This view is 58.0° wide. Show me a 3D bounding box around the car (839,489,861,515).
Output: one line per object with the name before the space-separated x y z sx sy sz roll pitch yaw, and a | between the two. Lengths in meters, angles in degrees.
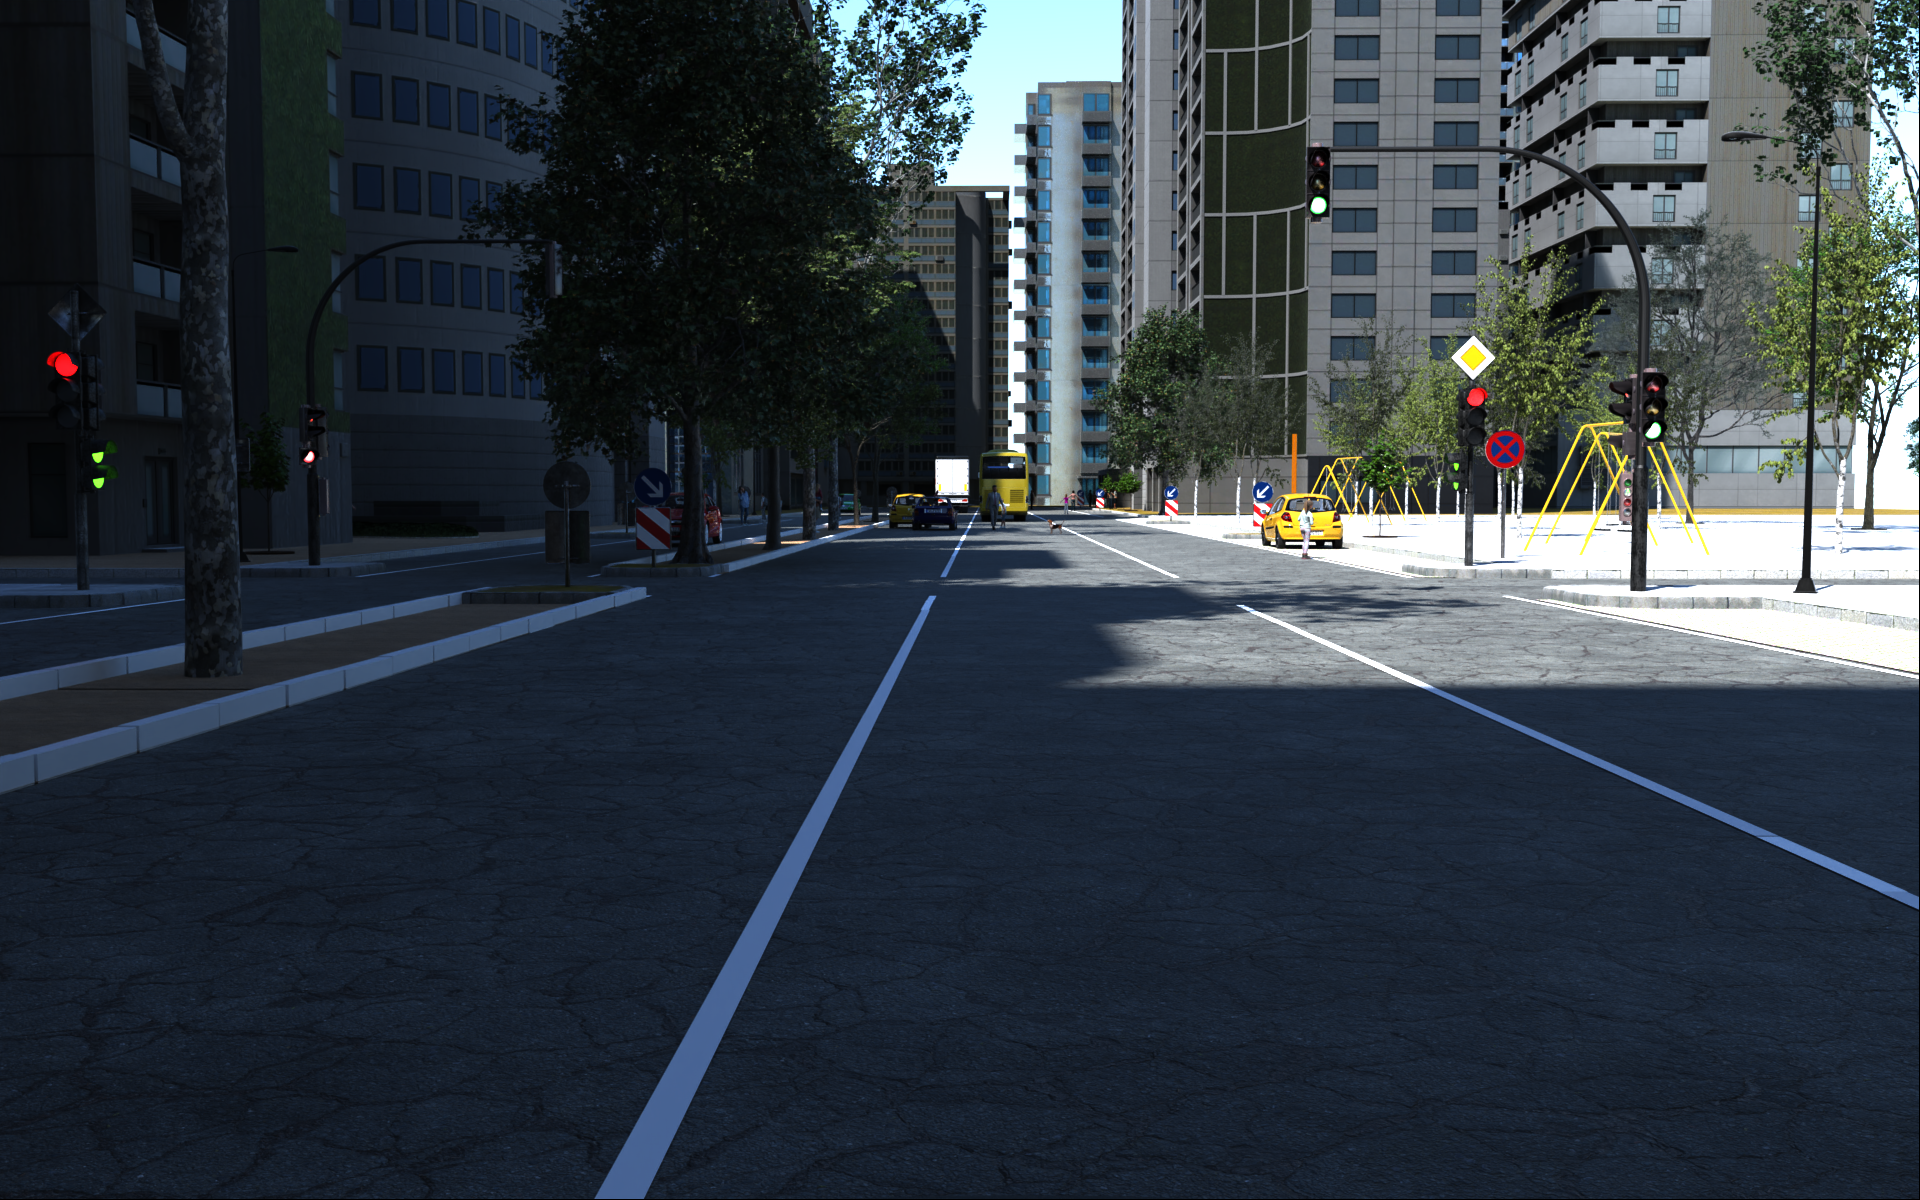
car | -7.681 -6.606 116.799 1.959 1.807 4.718 0 4 1

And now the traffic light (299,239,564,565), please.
traffic light | -9.514 -3.450 31.071 4.771 5.953 1.251 0 4 1

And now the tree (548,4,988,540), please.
tree | -5.921 -11.999 54.522 12.611 20.169 13.585 0 3 0

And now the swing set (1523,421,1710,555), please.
swing set | 14.229 -2.456 37.773 2.862 2.851 3.119 0 4 -5

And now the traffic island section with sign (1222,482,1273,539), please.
traffic island section with sign | 9.468 -2.866 55.482 1.989 1.847 2.006 0 4 1

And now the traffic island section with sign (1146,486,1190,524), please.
traffic island section with sign | 9.871 -4.514 82.434 1.989 1.847 2.006 0 4 1

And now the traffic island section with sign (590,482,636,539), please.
traffic island section with sign | -10.940 -2.934 56.603 1.989 1.847 2.006 0 4 1

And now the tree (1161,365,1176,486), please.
tree | 12.673 -8.718 92.901 4.360 8.622 3.978 0 3 0

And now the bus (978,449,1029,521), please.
bus | 2.358 -6.294 94.459 2.896 3.916 12.252 0 4 1

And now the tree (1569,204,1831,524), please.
tree | 31.499 -10.037 74.470 12.009 13.543 11.850 0 3 0

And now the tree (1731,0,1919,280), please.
tree | 28.545 -11.835 49.384 12.611 20.169 13.585 0 3 0

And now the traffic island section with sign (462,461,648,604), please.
traffic island section with sign | -5.447 -0.931 23.357 2.006 1.907 1.989 0 4 1

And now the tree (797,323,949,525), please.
tree | -4.654 -8.673 78.676 8.767 10.594 7.601 0 4 1

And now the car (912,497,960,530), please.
car | -0.994 -3.489 69.627 1.945 1.354 3.894 0 4 2

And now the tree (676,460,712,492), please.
tree | -13.207 -5.575 85.757 1.663 3.219 1.824 0 3 0

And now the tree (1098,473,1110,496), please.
tree | 13.268 -9.906 156.569 1.663 3.219 1.824 0 3 0

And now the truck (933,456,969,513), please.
truck | -0.648 -8.806 132.897 2.839 4.237 11.283 0 4 -1

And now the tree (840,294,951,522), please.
tree | -4.221 -9.763 87.844 9.928 11.665 9.643 0 3 0

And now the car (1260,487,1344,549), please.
car | 9.121 -2.211 46.381 2.015 1.641 3.980 0 4 2

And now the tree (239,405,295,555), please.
tree | -14.796 -2.603 37.156 1.663 3.219 1.824 0 3 0

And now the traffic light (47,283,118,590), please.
traffic light | -11.727 -2.089 23.083 0.839 4.253 0.868 0 4 1

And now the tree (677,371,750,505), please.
tree | -12.691 -8.606 91.070 4.737 8.622 4.395 0 3 0

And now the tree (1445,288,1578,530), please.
tree | 19.478 -6.814 61.774 4.360 8.622 3.978 0 3 0

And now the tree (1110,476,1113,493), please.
tree | 13.121 -8.819 138.785 1.663 3.219 1.824 0 3 0

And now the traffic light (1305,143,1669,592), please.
traffic light | 6.840 -2.936 22.679 4.771 5.953 1.251 0 4 1

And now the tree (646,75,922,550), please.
tree | -4.864 -7.564 44.260 7.486 12.596 7.792 0 3 0

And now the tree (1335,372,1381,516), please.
tree | 22.736 -8.467 88.804 4.737 8.622 4.395 0 3 0

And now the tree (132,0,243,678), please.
tree | -7.070 -9.513 13.886 12.611 20.169 13.585 0 3 0

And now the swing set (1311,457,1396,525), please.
swing set | 16.623 -4.681 74.154 2.862 2.851 3.119 0 4 -6

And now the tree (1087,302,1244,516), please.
tree | 12.383 -11.408 103.531 9.611 12.733 9.660 0 3 0

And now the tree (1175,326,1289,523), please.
tree | 12.197 -7.704 76.329 4.360 8.622 3.978 0 3 0

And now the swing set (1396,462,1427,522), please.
swing set | 20.326 -5.187 82.425 2.862 2.851 3.119 2 4 34

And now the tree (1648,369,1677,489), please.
tree | 35.176 -8.475 88.936 4.737 8.622 4.395 0 3 0

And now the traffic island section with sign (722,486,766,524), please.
traffic island section with sign | -10.522 -4.643 84.534 1.989 1.847 2.006 0 4 1

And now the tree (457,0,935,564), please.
tree | -5.388 -7.050 34.732 9.611 12.733 9.660 0 3 0

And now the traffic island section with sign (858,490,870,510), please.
traffic island section with sign | -9.376 -9.252 159.897 1.989 1.847 2.006 0 4 1

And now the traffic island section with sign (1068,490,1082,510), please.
traffic island section with sign | 11.058 -9.308 160.820 1.989 1.847 2.006 0 4 1

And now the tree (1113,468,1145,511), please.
tree | 12.979 -8.456 132.862 1.663 3.219 1.824 0 3 0

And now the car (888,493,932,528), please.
car | -2.088 -3.888 73.799 2.015 1.641 3.980 0 4 1

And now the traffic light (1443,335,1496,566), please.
traffic light | 9.053 -2.560 30.773 0.839 4.253 0.868 0 4 1

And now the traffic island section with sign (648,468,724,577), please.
traffic island section with sign | -5.326 -1.384 30.763 2.006 1.907 1.989 0 4 1

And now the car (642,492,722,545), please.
car | -7.809 -2.427 48.721 2.155 1.783 4.494 0 4 0

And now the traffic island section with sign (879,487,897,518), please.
traffic island section with sign | -4.205 -5.979 105.893 2.006 1.907 1.989 0 4 1

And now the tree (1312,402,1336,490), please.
tree | 22.999 -9.218 101.081 4.737 8.622 4.395 0 3 0

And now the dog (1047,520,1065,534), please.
dog | 3.471 -2.654 62.683 0.406 0.507 0.540 3 5 43

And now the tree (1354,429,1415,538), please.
tree | 12.533 -3.451 51.025 1.663 3.219 1.824 0 3 0

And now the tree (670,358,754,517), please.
tree | -13.856 -10.548 98.219 9.928 11.665 9.643 0 3 0

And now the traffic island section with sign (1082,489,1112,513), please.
traffic island section with sign | 10.647 -7.639 133.522 1.989 1.847 2.006 0 4 1

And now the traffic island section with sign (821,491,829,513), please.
traffic island section with sign | -9.793 -7.604 132.945 1.989 1.847 2.006 0 4 1
